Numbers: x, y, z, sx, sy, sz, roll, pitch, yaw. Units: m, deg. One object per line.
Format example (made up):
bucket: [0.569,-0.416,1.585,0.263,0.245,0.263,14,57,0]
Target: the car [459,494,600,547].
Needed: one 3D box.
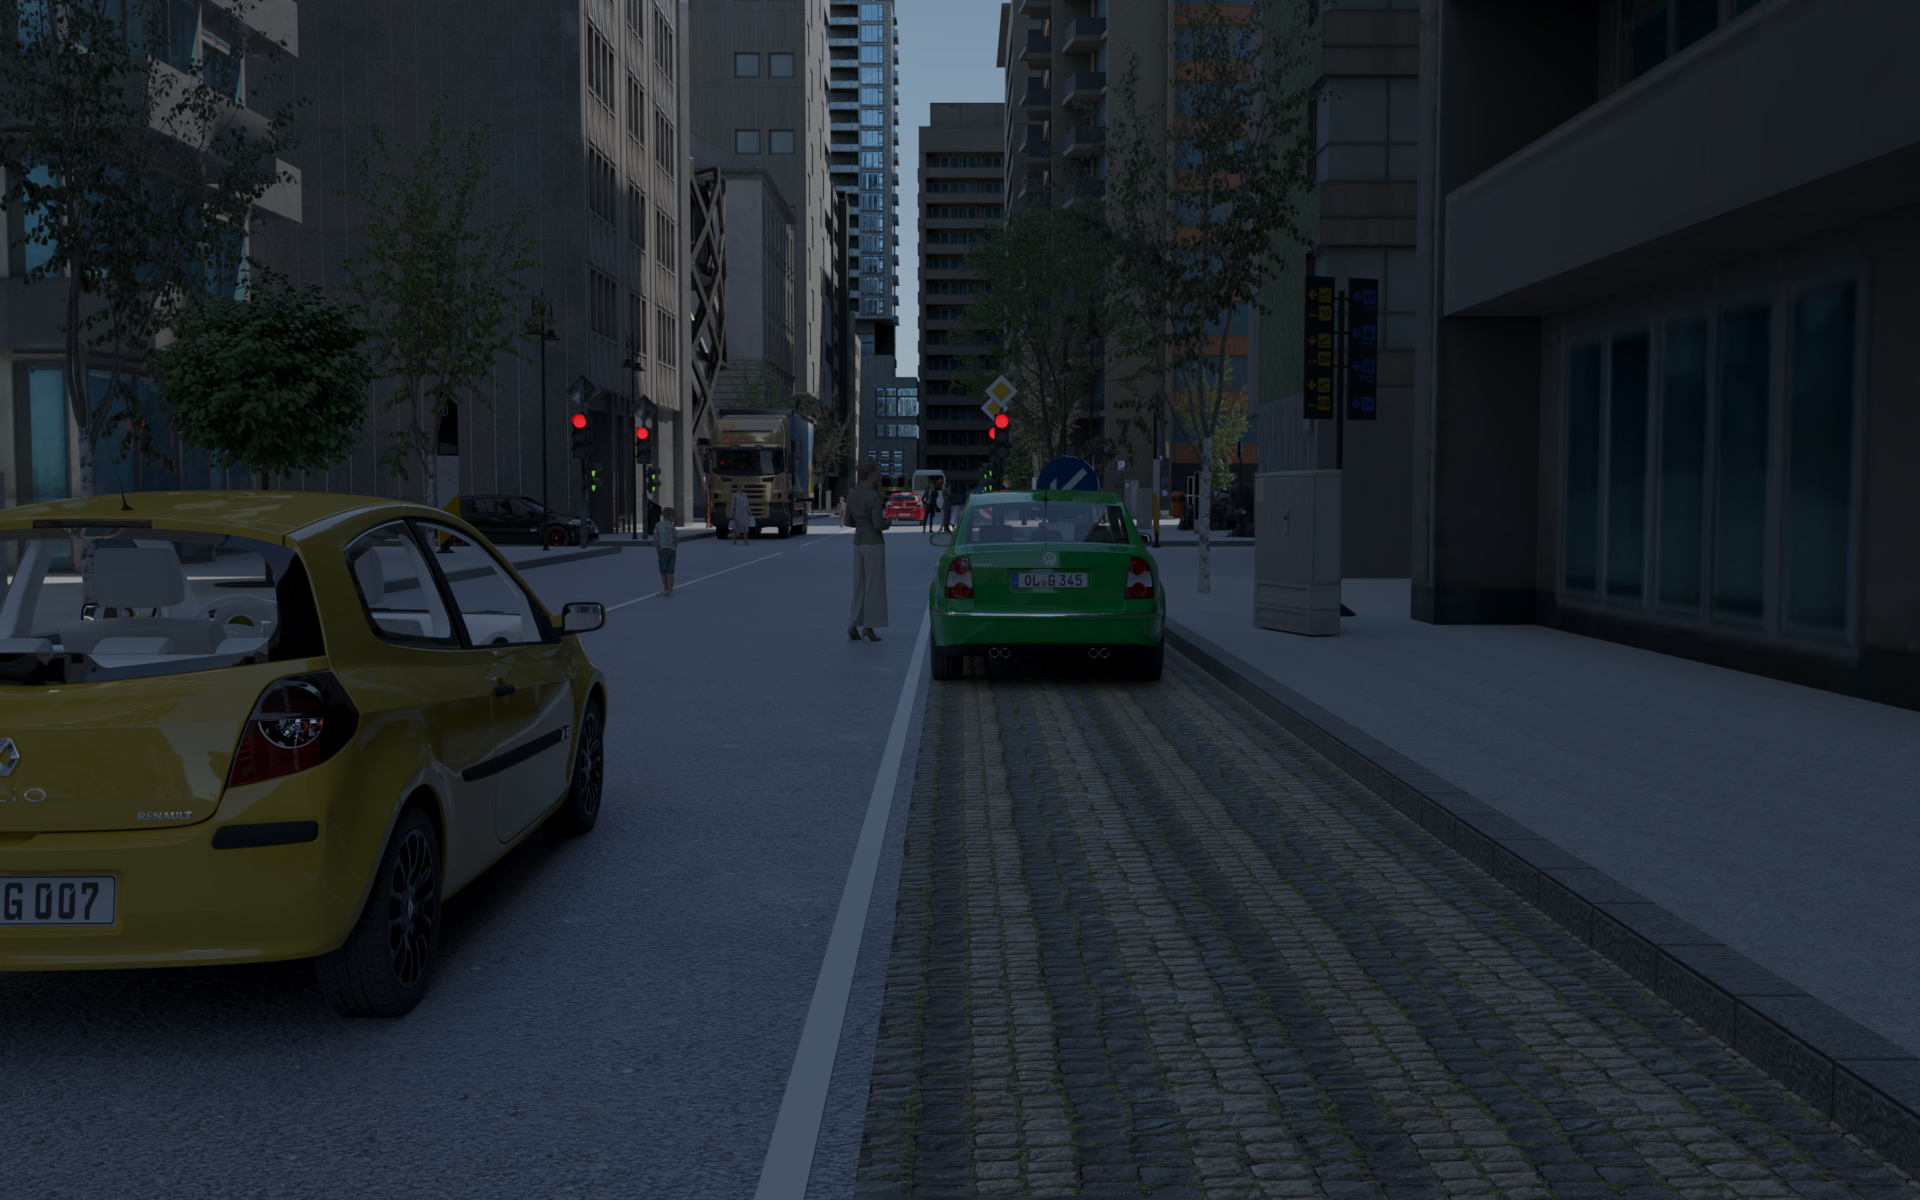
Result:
car: [-11.463,-2.135,44.698,4.222,1.686,2.009,0,4,-1]

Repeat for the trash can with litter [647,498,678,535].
trash can with litter: [-9.363,-2.609,54.037,1.055,1.170,0.624,-1,4,-22]

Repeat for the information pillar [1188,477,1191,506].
information pillar: [9.852,-4.211,73.338,0.304,2.012,0.304,-3,5,-44]

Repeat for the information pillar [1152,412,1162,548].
information pillar: [4.702,-3.061,41.409,0.183,3.616,0.504,1,4,15]

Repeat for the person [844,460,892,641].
person: [-0.865,-0.478,16.868,0.362,1.759,0.519,-3,5,-44]

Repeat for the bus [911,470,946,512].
bus: [-2.512,-8.841,139.411,2.948,3.499,13.247,0,4,-1]

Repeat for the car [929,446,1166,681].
car: [0.694,-0.356,14.618,1.959,1.807,4.718,0,4,1]

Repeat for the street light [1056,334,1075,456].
street light: [3.057,-4.744,50.357,0.468,5.910,1.993,0,3,0]

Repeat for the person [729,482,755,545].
person: [-6.172,-2.450,48.916,0.694,1.780,0.624,-1,4,-21]

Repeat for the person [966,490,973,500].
person: [0.943,-8.370,145.904,0.990,1.755,0.434,-1,4,-16]

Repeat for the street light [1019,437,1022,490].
street light: [3.032,-6.982,86.949,0.468,5.910,1.993,0,3,0]

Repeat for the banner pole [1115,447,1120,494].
banner pole: [8.403,-6.265,92.448,0.401,3.779,0.863,-1,4,-10]

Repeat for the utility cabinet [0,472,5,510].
utility cabinet: [-9.634,-0.496,16.794,0.318,1.500,1.173,-1,4,-10]

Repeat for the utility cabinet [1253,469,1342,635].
utility cabinet: [3.106,-0.451,16.049,0.318,1.500,1.173,-1,4,-16]

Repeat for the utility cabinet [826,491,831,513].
utility cabinet: [-8.779,-6.542,115.641,0.318,1.500,1.173,0,4,-3]

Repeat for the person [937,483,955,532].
person: [-0.515,-3.493,65.494,0.818,1.842,0.514,-1,4,-19]

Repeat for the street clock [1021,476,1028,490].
street clock: [2.628,-4.048,70.757,0.358,2.002,0.471,1,4,13]

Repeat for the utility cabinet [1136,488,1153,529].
utility cabinet: [6.794,-3.378,63.908,0.318,1.500,1.173,1,4,21]

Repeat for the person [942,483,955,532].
person: [-0.401,-3.424,64.294,0.447,1.846,0.655,1,4,20]

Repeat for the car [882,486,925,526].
car: [-2.494,-4.278,78.982,2.155,1.783,4.494,0,4,-1]

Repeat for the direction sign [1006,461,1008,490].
direction sign: [3.030,-7.246,110.463,0.379,3.537,0.876,1,4,16]

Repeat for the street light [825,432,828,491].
street light: [-9.380,-9.155,122.474,0.468,5.910,1.993,0,3,0]

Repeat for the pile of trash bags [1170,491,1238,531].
pile of trash bags: [8.477,-3.143,61.147,1.912,1.369,3.447,3,5,39]

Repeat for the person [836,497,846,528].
person: [-5.040,-3.752,74.118,0.475,1.303,0.640,-1,4,-21]

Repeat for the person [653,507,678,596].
person: [-4.147,-0.684,24.373,0.332,1.250,0.352,1,4,13]

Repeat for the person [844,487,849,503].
person: [-6.703,-5.700,101.677,0.713,1.824,0.794,1,4,21]

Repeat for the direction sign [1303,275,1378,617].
direction sign: [3.986,-1.602,18.189,0.876,3.537,0.379,-1,4,-21]

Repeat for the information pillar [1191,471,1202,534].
information pillar: [7.767,-3.146,55.936,0.304,2.012,0.304,-2,4,-30]

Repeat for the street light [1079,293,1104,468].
street light: [3.029,-4.109,39.964,0.468,5.910,1.993,0,3,0]

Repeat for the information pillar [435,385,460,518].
information pillar: [-11.094,-2.820,37.465,0.504,3.616,0.183,-3,5,-43]

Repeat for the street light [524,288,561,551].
street light: [-9.371,-4.051,39.016,0.468,5.910,1.993,0,3,0]

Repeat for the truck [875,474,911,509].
truck: [-6.402,-10.596,169.165,3.469,3.379,9.791,0,4,0]

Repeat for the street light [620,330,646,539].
street light: [-9.228,-4.659,48.961,0.468,5.910,1.993,0,3,0]

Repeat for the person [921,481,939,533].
person: [-1.098,-3.459,64.423,0.648,1.900,0.474,-1,4,-14]

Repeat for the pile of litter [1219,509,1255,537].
pile of litter: [8.540,-2.306,51.674,1.176,0.858,1.719,-2,4,-30]

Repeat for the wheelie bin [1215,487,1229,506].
wheelie bin: [11.137,-3.989,73.132,0.693,1.594,0.980,-1,4,-17]

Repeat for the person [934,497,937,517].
person: [-1.748,-6.058,107.722,0.661,1.801,0.590,3,5,40]

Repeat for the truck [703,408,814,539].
truck: [-6.650,-4.281,58.911,2.839,4.237,11.283,0,4,0]

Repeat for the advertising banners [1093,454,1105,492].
advertising banners: [5.948,-4.805,74.745,0.090,3.025,2.074,-1,4,-13]

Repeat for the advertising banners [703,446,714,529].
advertising banners: [-9.380,-4.173,64.413,0.090,3.025,2.074,0,4,1]

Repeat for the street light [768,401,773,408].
street light: [-9.371,-6.912,85.804,0.468,5.910,1.993,0,3,0]

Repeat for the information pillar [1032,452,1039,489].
information pillar: [3.728,-5.784,85.930,0.183,3.616,0.504,2,4,35]

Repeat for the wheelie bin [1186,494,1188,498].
wheelie bin: [11.217,-4.564,82.531,0.980,1.594,0.693,2,4,25]
